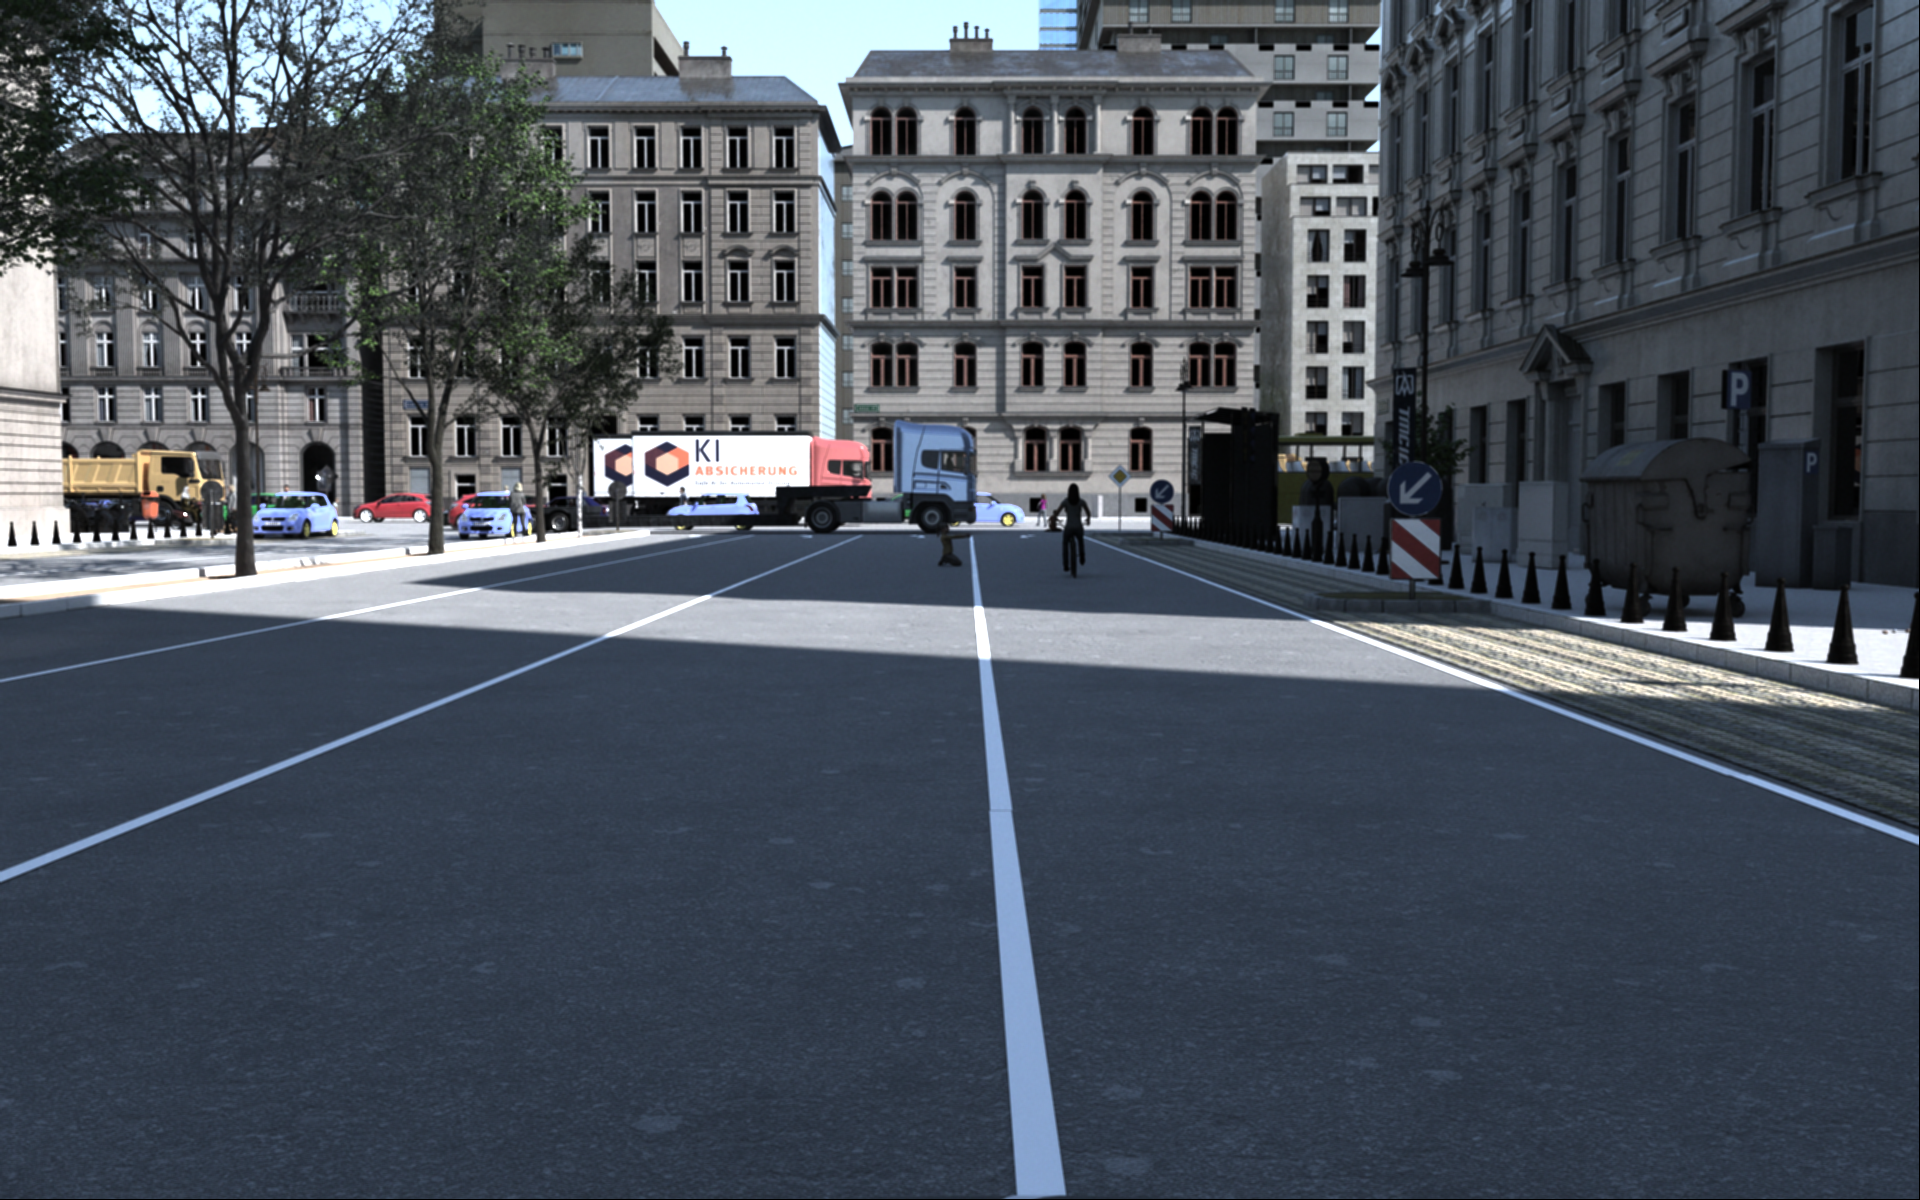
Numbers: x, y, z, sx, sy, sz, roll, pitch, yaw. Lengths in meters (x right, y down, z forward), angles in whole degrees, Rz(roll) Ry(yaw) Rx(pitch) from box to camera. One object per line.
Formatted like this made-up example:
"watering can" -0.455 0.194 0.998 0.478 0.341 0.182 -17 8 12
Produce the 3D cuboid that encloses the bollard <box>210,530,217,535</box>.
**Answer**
"bollard" -23.169 -2.305 53.728 0.229 0.601 0.229 0 3 0

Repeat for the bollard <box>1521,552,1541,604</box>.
"bollard" 6.722 -0.265 20.369 0.229 0.601 0.229 0 3 0

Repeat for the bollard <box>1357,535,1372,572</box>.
"bollard" 6.754 -0.770 28.635 0.229 0.601 0.229 0 3 0

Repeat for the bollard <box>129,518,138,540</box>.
"bollard" -23.185 -1.990 48.579 0.229 0.601 0.229 0 3 0

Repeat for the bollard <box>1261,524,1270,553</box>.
"bollard" 6.787 -1.338 37.914 0.229 0.601 0.229 0 3 0

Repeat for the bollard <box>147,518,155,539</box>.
"bollard" -23.184 -2.053 49.605 0.229 0.601 0.229 0 3 0

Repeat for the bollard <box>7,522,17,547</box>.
"bollard" -23.209 -1.612 42.398 0.229 0.601 0.229 0 3 0

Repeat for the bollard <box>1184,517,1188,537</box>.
"bollard" 6.837 -2.158 51.319 0.229 0.601 0.229 0 3 0

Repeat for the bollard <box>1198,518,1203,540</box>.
"bollard" 6.822 -1.969 48.232 0.229 0.601 0.229 0 3 0

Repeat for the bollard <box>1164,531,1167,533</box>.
"bollard" 6.857 -2.473 56.481 0.229 0.601 0.229 0 3 0

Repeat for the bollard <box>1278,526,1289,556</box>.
"bollard" 6.779 -1.211 35.848 0.229 0.601 0.229 0 3 0

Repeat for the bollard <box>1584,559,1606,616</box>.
"bollard" 6.716 -0.138 18.298 0.229 0.601 0.229 0 3 0

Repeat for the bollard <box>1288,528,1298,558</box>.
"bollard" 6.778 -1.148 34.818 0.229 0.601 0.229 0 3 0

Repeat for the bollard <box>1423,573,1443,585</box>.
"bollard" 6.737 -0.518 24.511 0.229 0.601 0.229 0 3 0

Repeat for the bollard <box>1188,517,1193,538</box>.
"bollard" 6.837 -2.095 50.292 0.229 0.601 0.229 0 3 0

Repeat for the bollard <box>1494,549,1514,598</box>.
"bollard" 6.728 -0.328 21.402 0.229 0.601 0.229 0 3 0

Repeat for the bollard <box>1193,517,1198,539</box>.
"bollard" 6.826 -2.032 49.264 0.229 0.601 0.229 0 3 0

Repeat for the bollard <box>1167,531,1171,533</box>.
"bollard" 6.852 -2.410 55.446 0.229 0.601 0.229 0 3 0

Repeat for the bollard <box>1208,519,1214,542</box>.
"bollard" 6.818 -1.843 46.172 0.229 0.601 0.229 0 3 0

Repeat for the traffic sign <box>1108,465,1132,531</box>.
"traffic sign" 5.483 -3.412 59.433 0.795 2.450 0.064 0 4 0

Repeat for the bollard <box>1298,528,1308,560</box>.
"bollard" 6.773 -1.085 33.788 0.229 0.601 0.229 0 3 0

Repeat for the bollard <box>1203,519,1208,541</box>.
"bollard" 6.822 -1.906 47.199 0.229 0.601 0.229 0 3 0

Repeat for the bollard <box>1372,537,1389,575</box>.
"bollard" 6.745 -0.707 27.599 0.229 0.601 0.229 0 3 0

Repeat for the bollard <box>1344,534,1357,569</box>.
"bollard" 6.759 -0.834 29.681 0.229 0.601 0.229 0 3 0

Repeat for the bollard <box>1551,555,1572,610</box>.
"bollard" 6.717 -0.201 19.325 0.229 0.601 0.229 0 3 0

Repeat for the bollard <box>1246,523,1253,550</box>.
"bollard" 6.798 -1.464 39.984 0.229 0.601 0.229 0 3 0

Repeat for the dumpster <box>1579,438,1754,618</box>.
"dumpster" 7.604 -0.790 18.673 1.264 1.857 1.865 0 3 0

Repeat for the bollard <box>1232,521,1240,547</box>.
"bollard" 6.806 -1.591 42.053 0.229 0.601 0.229 0 3 0

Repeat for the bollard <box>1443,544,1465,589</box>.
"bollard" 6.734 -0.455 23.483 0.229 0.601 0.229 0 3 0

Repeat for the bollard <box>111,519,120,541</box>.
"bollard" -23.191 -1.927 47.547 0.229 0.601 0.229 0 3 0

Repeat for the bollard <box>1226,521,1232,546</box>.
"bollard" 6.809 -1.654 43.081 0.229 0.601 0.229 0 3 0

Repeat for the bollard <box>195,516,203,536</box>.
"bollard" -23.170 -2.242 52.701 0.229 0.601 0.229 0 3 0

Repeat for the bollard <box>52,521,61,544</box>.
"bollard" -23.200 -1.738 44.452 0.229 0.601 0.229 0 3 0

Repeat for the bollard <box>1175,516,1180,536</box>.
"bollard" 6.847 -2.283 53.373 0.229 0.601 0.229 0 3 0

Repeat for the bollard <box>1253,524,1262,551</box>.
"bollard" 6.793 -1.402 38.957 0.229 0.601 0.229 0 3 0

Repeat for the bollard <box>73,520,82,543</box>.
"bollard" -23.194 -1.800 45.479 0.229 0.601 0.229 0 3 0

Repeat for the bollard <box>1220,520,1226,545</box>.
"bollard" 6.812 -1.717 44.108 0.229 0.601 0.229 0 3 0

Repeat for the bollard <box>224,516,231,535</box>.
"bollard" -23.167 -2.368 54.762 0.229 0.601 0.229 0 3 0

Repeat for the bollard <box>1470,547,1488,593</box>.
"bollard" 6.728 -0.391 22.439 0.229 0.601 0.229 0 3 0

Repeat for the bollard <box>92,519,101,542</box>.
"bollard" -23.191 -1.864 46.511 0.229 0.601 0.229 0 3 0

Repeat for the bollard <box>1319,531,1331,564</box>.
"bollard" 6.764 -0.960 31.735 0.229 0.601 0.229 0 3 0

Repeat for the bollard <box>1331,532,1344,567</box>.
"bollard" 6.763 -0.897 30.708 0.229 0.601 0.229 0 3 0

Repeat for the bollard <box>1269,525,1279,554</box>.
"bollard" 6.783 -1.275 36.887 0.229 0.601 0.229 0 3 0

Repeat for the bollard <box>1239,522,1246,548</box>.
"bollard" 6.799 -1.528 41.026 0.229 0.601 0.229 0 3 0

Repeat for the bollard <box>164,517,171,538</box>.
"bollard" -23.179 -2.116 50.634 0.229 0.601 0.229 0 3 0

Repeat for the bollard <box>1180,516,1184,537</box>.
"bollard" 6.842 -2.220 52.346 0.229 0.601 0.229 0 3 0

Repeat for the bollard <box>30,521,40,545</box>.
"bollard" -23.205 -1.675 43.425 0.229 0.601 0.229 0 3 0

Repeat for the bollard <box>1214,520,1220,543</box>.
"bollard" 6.815 -1.779 45.135 0.229 0.601 0.229 0 3 0

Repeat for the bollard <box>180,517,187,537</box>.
"bollard" -23.177 -2.179 51.675 0.229 0.601 0.229 0 3 0

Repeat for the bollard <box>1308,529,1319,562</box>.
"bollard" 6.763 -1.023 32.761 0.229 0.601 0.229 0 3 0

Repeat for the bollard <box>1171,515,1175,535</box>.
"bollard" 6.848 -2.347 54.420 0.229 0.601 0.229 0 3 0
